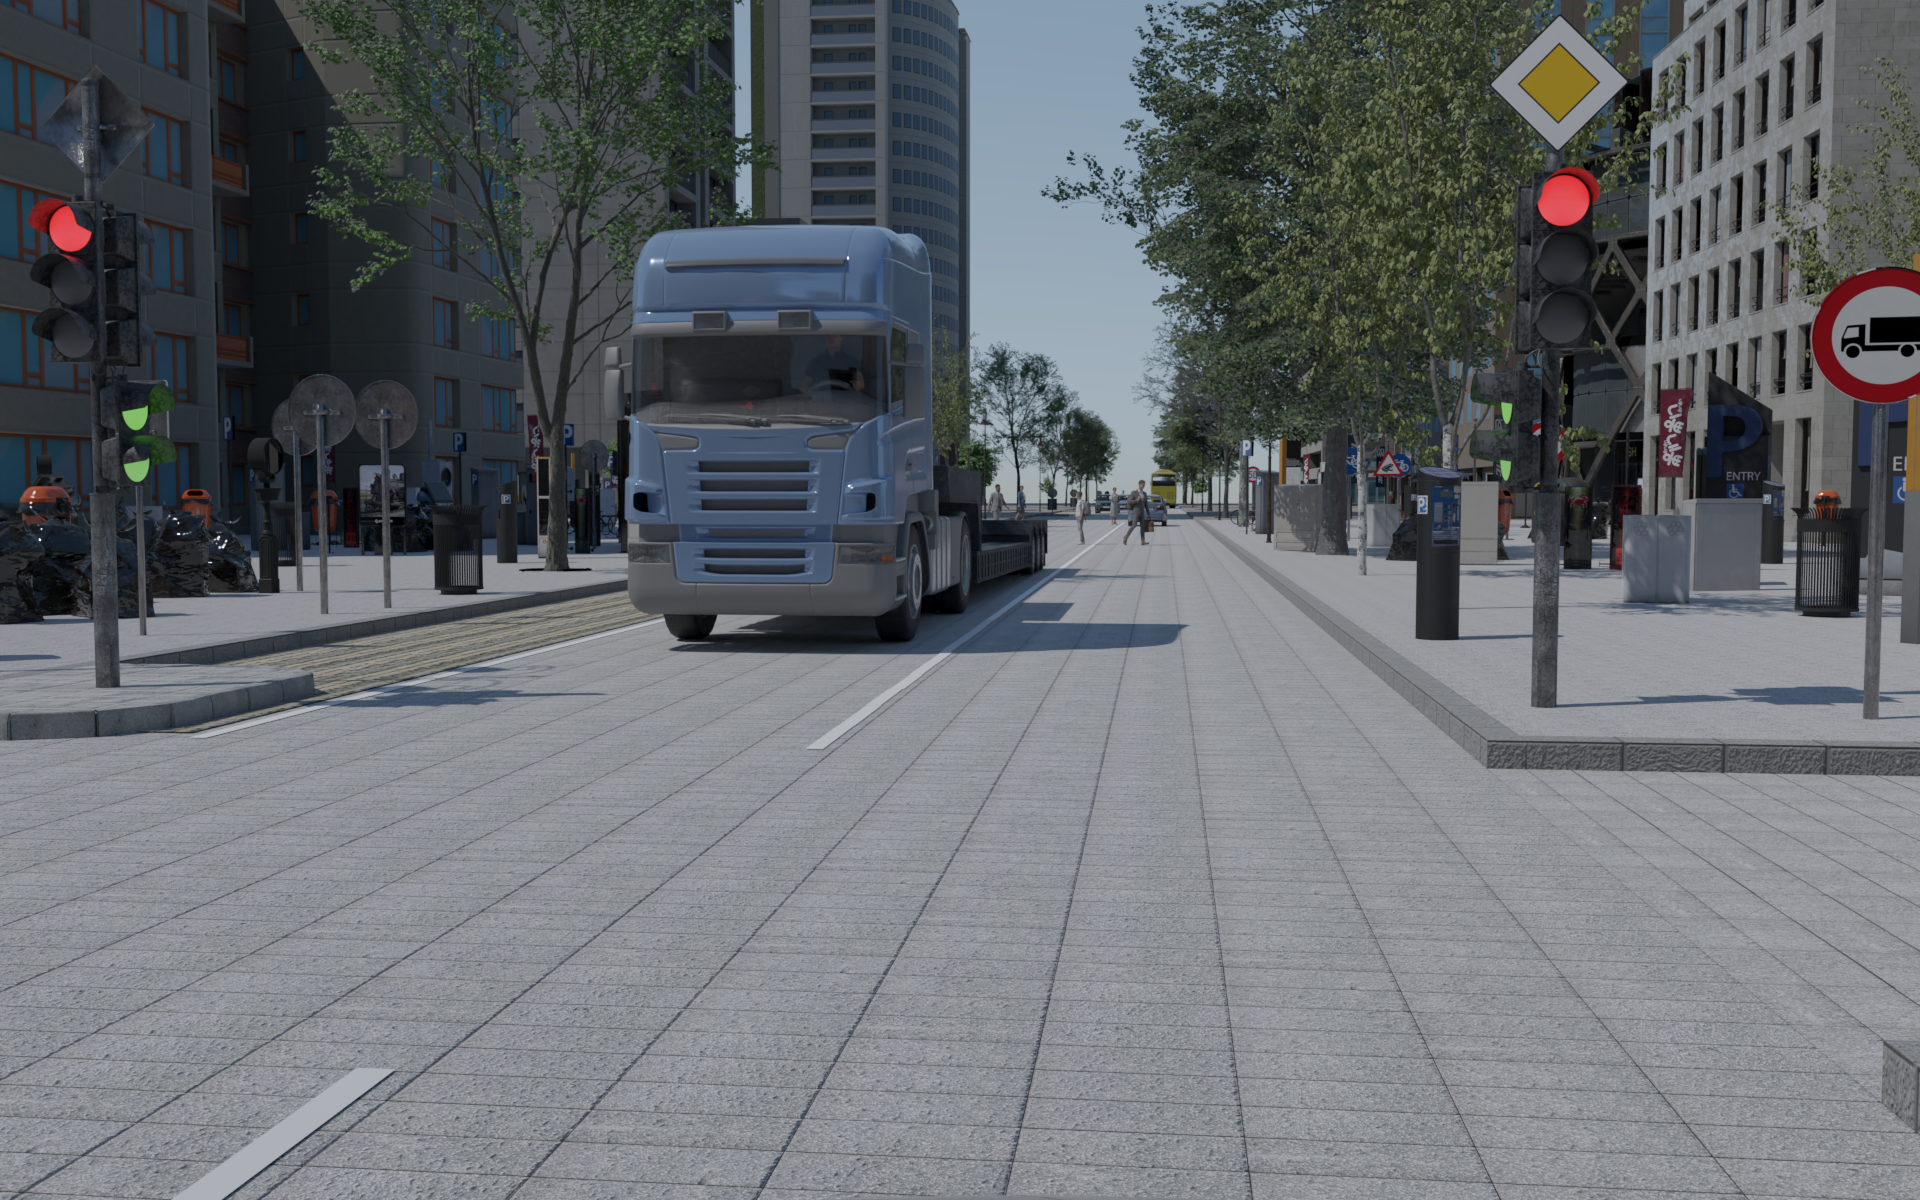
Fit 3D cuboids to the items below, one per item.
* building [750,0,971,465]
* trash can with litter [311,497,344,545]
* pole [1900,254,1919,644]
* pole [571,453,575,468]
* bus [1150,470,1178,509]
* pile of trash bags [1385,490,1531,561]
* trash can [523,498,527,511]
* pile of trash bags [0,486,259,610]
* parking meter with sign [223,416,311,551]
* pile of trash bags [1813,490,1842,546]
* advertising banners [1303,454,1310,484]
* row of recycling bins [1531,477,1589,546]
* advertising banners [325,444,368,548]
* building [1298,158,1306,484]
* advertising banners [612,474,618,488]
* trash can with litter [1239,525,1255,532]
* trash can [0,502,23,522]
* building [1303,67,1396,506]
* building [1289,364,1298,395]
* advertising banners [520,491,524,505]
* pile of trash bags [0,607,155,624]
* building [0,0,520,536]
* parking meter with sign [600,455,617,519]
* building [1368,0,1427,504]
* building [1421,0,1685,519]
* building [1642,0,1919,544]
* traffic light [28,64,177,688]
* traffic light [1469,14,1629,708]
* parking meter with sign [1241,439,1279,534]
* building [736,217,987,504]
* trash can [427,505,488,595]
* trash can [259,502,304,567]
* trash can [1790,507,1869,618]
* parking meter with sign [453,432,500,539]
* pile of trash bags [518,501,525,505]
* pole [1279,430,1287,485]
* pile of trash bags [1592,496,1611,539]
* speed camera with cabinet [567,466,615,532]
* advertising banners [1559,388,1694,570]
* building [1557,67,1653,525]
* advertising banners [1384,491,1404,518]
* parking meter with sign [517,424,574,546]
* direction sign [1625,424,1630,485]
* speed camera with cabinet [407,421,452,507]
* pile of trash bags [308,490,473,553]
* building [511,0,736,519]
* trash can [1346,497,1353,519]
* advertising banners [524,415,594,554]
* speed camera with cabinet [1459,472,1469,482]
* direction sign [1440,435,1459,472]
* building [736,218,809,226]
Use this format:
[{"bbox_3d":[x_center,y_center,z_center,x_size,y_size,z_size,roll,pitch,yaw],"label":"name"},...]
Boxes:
[{"bbox_3d":[-10.818,-40.188,199.073,21.231,58.520,28.212,0,4,7],"label":"building"},{"bbox_3d":[-16.089,-1.995,43.671,1.678,1.210,2.233,2,4,32],"label":"trash can with litter"},{"bbox_3d":[8.203,-1.281,14.789,0.158,3.312,0.155,0,3,0],"label":"pole"},{"bbox_3d":[-19.234,-5.647,86.172,0.158,3.312,0.155,0,3,0],"label":"pole"},{"bbox_3d":[20.582,-11.214,174.888,2.896,3.916,12.252,0,4,7],"label":"bus"},{"bbox_3d":[9.937,-1.487,34.069,1.912,1.369,3.447,3,5,43],"label":"pile of trash bags"},{"bbox_3d":[-15.660,-3.174,63.556,0.748,1.137,0.748,0,3,0],"label":"trash can"},{"bbox_3d":[-10.326,-0.716,21.464,1.912,1.369,3.447,1,4,9],"label":"pile of trash bags"},{"bbox_3d":[-15.681,-2.630,39.255,1.738,3.016,0.543,-3,5,-42],"label":"parking meter with sign"},{"bbox_3d":[22.525,-1.970,41.962,3.447,1.369,1.912,3,5,40],"label":"pile of trash bags"},{"bbox_3d":[14.835,-4.912,76.492,0.090,3.025,2.074,-2,4,-24],"label":"advertising banners"},{"bbox_3d":[15.325,-2.262,44.096,1.069,1.692,3.534,0,4,8],"label":"row of recycling bins"},{"bbox_3d":[-14.537,-2.762,41.354,2.074,3.025,0.090,2,4,27],"label":"advertising banners"},{"bbox_3d":[53.528,-36.109,214.077,21.300,48.544,21.600,0,4,7],"label":"building"},{"bbox_3d":[-16.647,-5.127,80.012,2.074,3.025,0.090,-2,4,-24],"label":"advertising banners"},{"bbox_3d":[10.775,-2.936,59.069,2.233,1.210,1.678,2,4,26],"label":"trash can with litter"},{"bbox_3d":[-16.542,-1.146,30.392,0.748,1.137,0.748,0,3,0],"label":"trash can"},{"bbox_3d":[50.417,-34.803,192.733,21.300,48.544,21.600,0,4,7],"label":"building"},{"bbox_3d":[51.375,-28.249,233.570,14.160,30.474,14.107,0,4,7],"label":"building"},{"bbox_3d":[-21.977,-5.437,85.084,2.074,3.025,0.090,0,4,-8],"label":"advertising banners"},{"bbox_3d":[-10.143,-0.473,17.481,1.912,1.369,3.447,3,5,45],"label":"pile of trash bags"},{"bbox_3d":[-30.963,-12.459,48.750,27.650,21.520,28.899,0,4,7],"label":"building"},{"bbox_3d":[-16.066,-5.029,78.493,0.543,3.016,1.738,-2,4,-30],"label":"parking meter with sign"},{"bbox_3d":[43.204,-28.984,128.521,22.147,44.769,28.867,0,4,7],"label":"building"},{"bbox_3d":[36.909,-27.966,107.351,14.600,45.320,14.200,0,4,7],"label":"building"},{"bbox_3d":[28.360,-12.058,51.897,10.420,20.320,16.860,0,4,7],"label":"building"},{"bbox_3d":[-5.647,-1.374,11.389,0.839,4.253,0.868,0,4,7],"label":"traffic light"},{"bbox_3d":[3.504,-1.310,10.335,0.839,4.253,0.868,0,4,7],"label":"traffic light"},{"bbox_3d":[9.855,-3.614,55.355,1.738,3.016,0.543,-2,4,-27],"label":"parking meter with sign"},{"bbox_3d":[-13.245,-32.677,226.148,32.217,40.220,23.993,0,4,7],"label":"building"},{"bbox_3d":[-6.431,-0.645,22.204,0.748,1.137,0.748,0,3,0],"label":"trash can"},{"bbox_3d":[-12.045,-1.170,30.784,0.748,1.137,0.748,0,3,0],"label":"trash can"},{"bbox_3d":[9.099,-0.398,18.157,0.748,1.137,0.748,0,3,0],"label":"trash can"},{"bbox_3d":[-13.576,-3.261,49.574,0.543,3.016,1.738,3,5,41],"label":"parking meter with sign"},{"bbox_3d":[-18.421,-3.780,71.551,1.912,1.369,3.447,1,4,14],"label":"pile of trash bags"},{"bbox_3d":[9.270,-3.420,49.765,0.158,3.312,0.155,0,3,0],"label":"pole"},{"bbox_3d":[17.698,-2.397,48.944,1.912,1.369,3.447,-1,4,-22],"label":"pile of trash bags"},{"bbox_3d":[-12.661,-3.903,58.148,2.038,3.252,0.660,-2,4,-30],"label":"speed camera with cabinet"},{"bbox_3d":[11.168,-2.013,29.094,2.074,3.025,0.090,2,4,26],"label":"advertising banners"},{"bbox_3d":[33.912,-12.623,73.837,16.820,18.784,16.811,0,4,7],"label":"building"},{"bbox_3d":[21.257,-5.282,82.542,2.074,3.025,0.090,1,4,23],"label":"advertising banners"},{"bbox_3d":[-10.460,-2.877,43.292,1.738,3.016,0.543,2,4,31],"label":"parking meter with sign"},{"bbox_3d":[21.817,-3.955,56.664,0.379,3.537,0.876,2,4,25],"label":"direction sign"},{"bbox_3d":[-14.210,-3.157,45.955,0.660,3.252,2.038,1,4,11],"label":"speed camera with cabinet"},{"bbox_3d":[-12.732,-1.764,38.591,3.447,1.369,1.912,-3,5,-39],"label":"pile of trash bags"},{"bbox_3d":[-21.745,-40.349,97.960,20.563,71.187,20.611,0,4,7],"label":"building"},{"bbox_3d":[18.802,-4.450,84.409,0.748,1.137,0.748,0,3,0],"label":"trash can"},{"bbox_3d":[-8.733,-2.542,37.748,2.074,3.025,0.090,3,4,37],"label":"advertising banners"},{"bbox_3d":[20.434,-4.746,71.940,0.660,3.252,2.038,3,5,42],"label":"speed camera with cabinet"},{"bbox_3d":[18.721,-4.545,66.316,0.379,3.537,0.876,-2,4,-30],"label":"direction sign"},{"bbox_3d":[-22.050,-17.092,124.489,27.650,21.520,28.899,0,4,7],"label":"building"}]
